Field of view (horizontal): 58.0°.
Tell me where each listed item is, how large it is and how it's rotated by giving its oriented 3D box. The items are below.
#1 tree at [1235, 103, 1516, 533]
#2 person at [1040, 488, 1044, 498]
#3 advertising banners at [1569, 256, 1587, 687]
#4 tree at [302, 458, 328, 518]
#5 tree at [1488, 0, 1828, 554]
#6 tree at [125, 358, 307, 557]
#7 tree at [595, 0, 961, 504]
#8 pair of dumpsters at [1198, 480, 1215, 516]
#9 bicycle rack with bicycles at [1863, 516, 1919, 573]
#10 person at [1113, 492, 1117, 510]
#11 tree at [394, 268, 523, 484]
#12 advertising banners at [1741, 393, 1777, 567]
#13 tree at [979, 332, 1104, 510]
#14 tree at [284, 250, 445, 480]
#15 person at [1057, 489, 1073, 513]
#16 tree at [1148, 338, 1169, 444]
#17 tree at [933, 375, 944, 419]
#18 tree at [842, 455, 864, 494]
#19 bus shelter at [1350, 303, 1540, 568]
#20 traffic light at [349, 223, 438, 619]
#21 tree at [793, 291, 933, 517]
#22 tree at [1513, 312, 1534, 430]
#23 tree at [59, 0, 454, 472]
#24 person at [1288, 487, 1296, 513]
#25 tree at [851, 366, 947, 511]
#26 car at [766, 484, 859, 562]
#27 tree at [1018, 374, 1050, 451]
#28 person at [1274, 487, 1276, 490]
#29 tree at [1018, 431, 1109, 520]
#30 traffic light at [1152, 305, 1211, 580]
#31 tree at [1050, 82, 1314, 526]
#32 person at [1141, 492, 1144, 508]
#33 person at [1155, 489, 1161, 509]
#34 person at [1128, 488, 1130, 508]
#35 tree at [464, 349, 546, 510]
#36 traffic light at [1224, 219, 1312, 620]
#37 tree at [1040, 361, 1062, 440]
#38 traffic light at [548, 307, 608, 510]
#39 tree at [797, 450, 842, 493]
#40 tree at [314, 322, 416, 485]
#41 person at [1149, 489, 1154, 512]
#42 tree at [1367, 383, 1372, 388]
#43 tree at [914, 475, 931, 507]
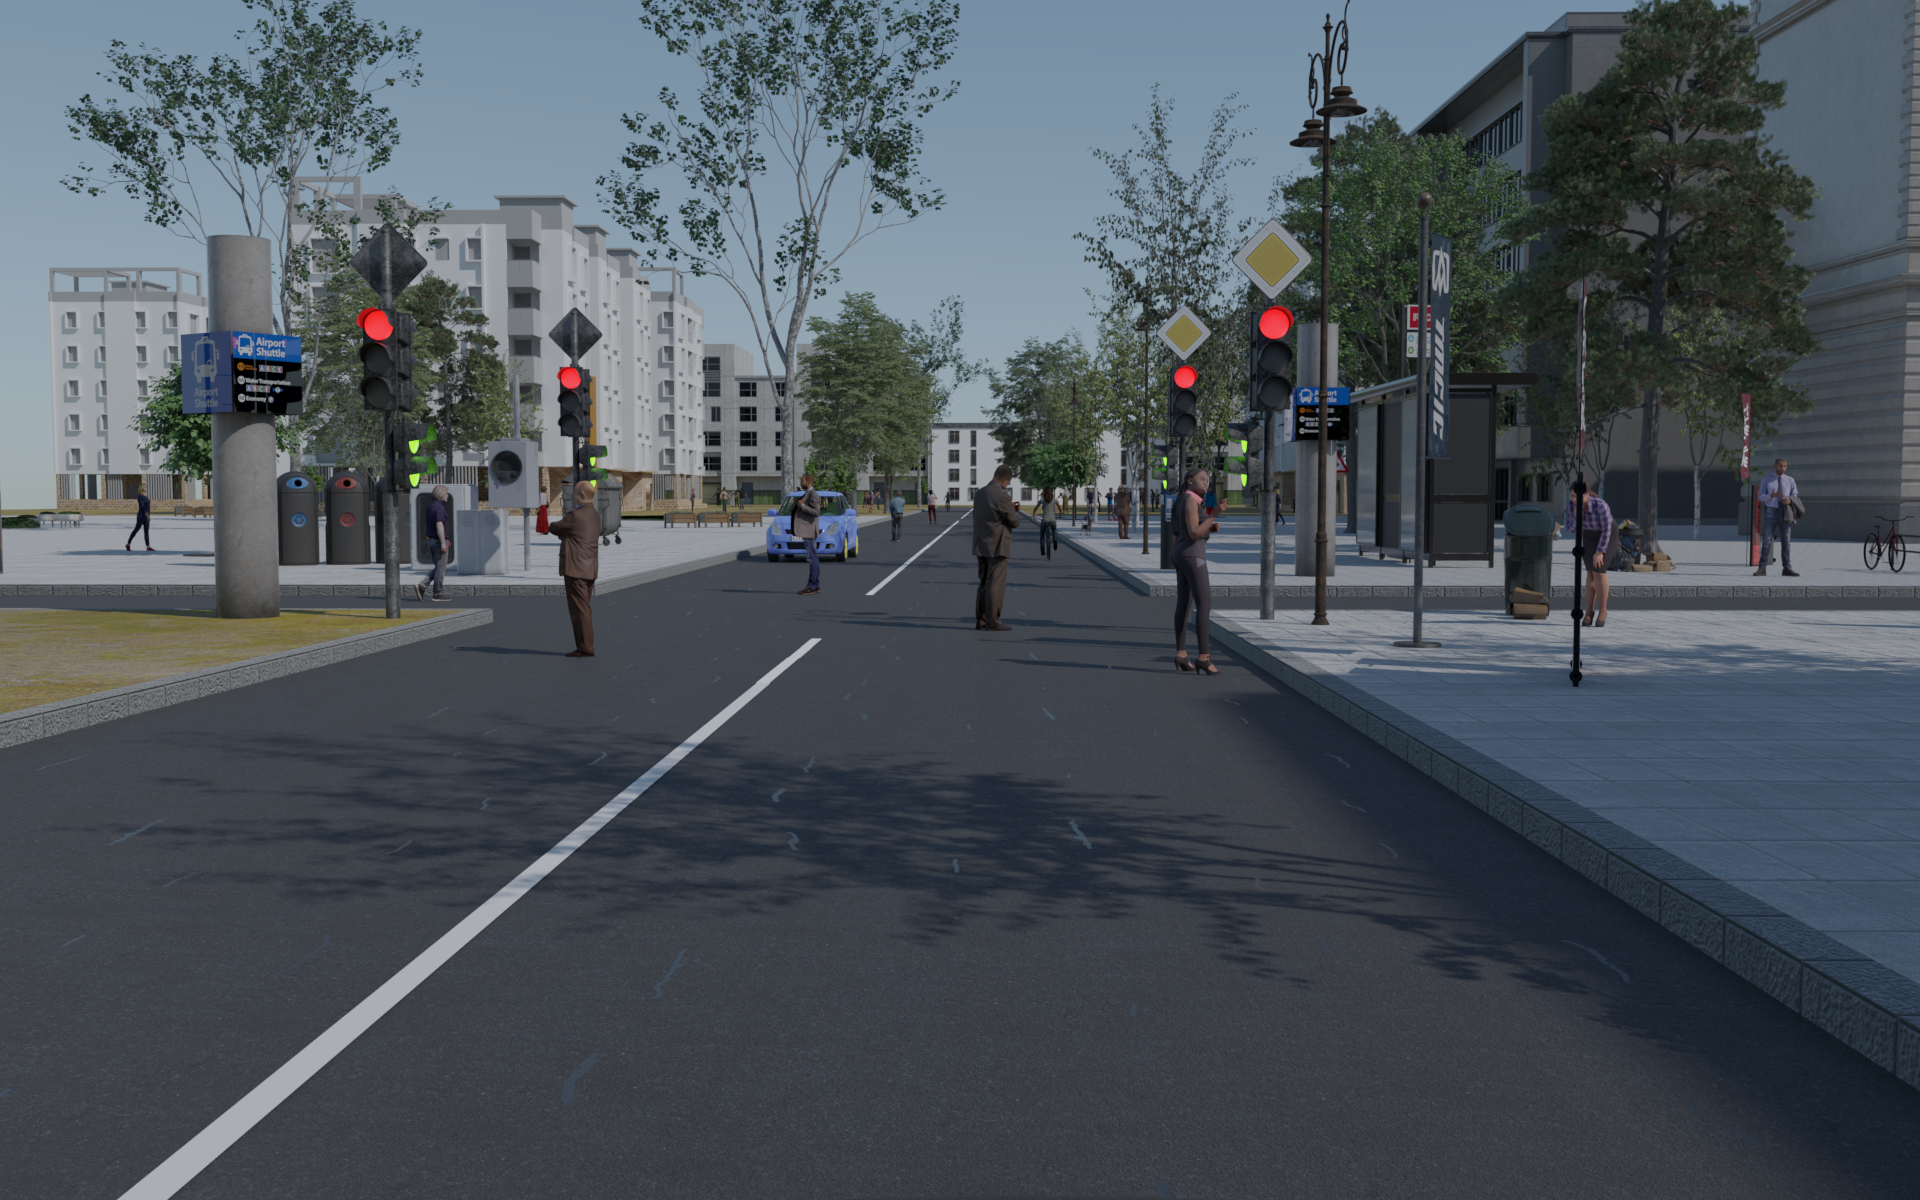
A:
[{"bbox_3d":[12.697,-9.121,56.544,7.806,13.903,7.818,0,3,0],"label":"tree"},{"bbox_3d":[6.784,-8.176,139.722,0.705,1.823,1.348,-2,4,-25],"label":"person"},{"bbox_3d":[4.412,-0.987,12.317,0.090,3.025,2.074,1,4,20],"label":"advertising banners"},{"bbox_3d":[-35.147,-6.071,93.869,1.663,3.219,1.824,0,3,0],"label":"tree"},{"bbox_3d":[14.873,-7.037,37.110,6.751,12.117,7.091,0,3,0],"label":"tree"},{"bbox_3d":[-15.507,-3.197,35.992,4.285,4.588,4.351,0,3,0],"label":"tree"},{"bbox_3d":[-5.956,-12.324,57.388,12.611,20.169,13.585,0,3,0],"label":"tree"},{"bbox_3d":[11.126,-4.879,82.257,1.574,2.255,4.436,0,4,1],"label":"pair of dumpsters"},{"bbox_3d":[16.187,-0.888,27.897,2.852,0.926,2.925,1,4,12],"label":"bicycle rack with bicycles"},{"bbox_3d":[12.554,-8.054,140.951,0.599,1.433,0.991,-1,4,-13],"label":"person"},{"bbox_3d":[-28.719,-11.596,97.023,7.806,13.903,7.818,0,3,0],"label":"tree"},{"bbox_3d":[14.135,-2.110,30.682,0.090,3.025,2.074,3,5,41],"label":"advertising banners"},{"bbox_3d":[6.718,-14.045,136.283,9.857,13.997,8.962,0,3,0],"label":"tree"},{"bbox_3d":[-28.236,-9.986,81.396,7.486,12.596,7.792,0,3,0],"label":"tree"},{"bbox_3d":[7.024,-6.660,115.657,1.217,1.736,0.721,-1,4,-15],"label":"person"},{"bbox_3d":[13.914,-10.310,94.330,9.928,11.665,9.643,0,3,0],"label":"tree"},{"bbox_3d":[-4.947,-11.964,113.736,7.486,12.596,7.792,0,3,0],"label":"tree"},{"bbox_3d":[-5.344,-5.000,76.347,1.663,3.219,1.824,0,3,0],"label":"tree"},{"bbox_3d":[9.003,-3.456,34.145,2.179,5.291,8.768,0,4,1],"label":"bus shelter"},{"bbox_3d":[-5.834,-1.744,17.762,0.839,4.213,0.868,0,4,1],"label":"traffic light"},{"bbox_3d":[-5.806,-10.918,96.636,7.486,12.596,7.792,0,3,0],"label":"tree"},{"bbox_3d":[18.174,-9.744,66.736,7.806,13.903,7.818,0,3,0],"label":"tree"},{"bbox_3d":[-23.579,-12.381,58.314,12.611,20.169,13.585,0,3,0],"label":"tree"},{"bbox_3d":[22.898,-6.843,118.639,0.721,1.743,1.217,-2,4,-33],"label":"person"},{"bbox_3d":[-5.153,-12.709,133.545,9.928,11.665,9.643,0,3,0],"label":"tree"},{"bbox_3d":[-3.195,-1.728,37.838,1.945,1.707,3.694,0,4,2],"label":"car"},{"bbox_3d":[5.623,-9.457,104.987,4.360,8.622,3.978,0,3,0],"label":"tree"},{"bbox_3d":[22.831,-7.332,125.859,0.705,1.831,1.348,1,4,15],"label":"person"},{"bbox_3d":[5.126,-6.792,94.764,4.285,4.588,4.351,0,3,0],"label":"tree"},{"bbox_3d":[3.269,-2.224,25.602,0.839,4.213,0.868,0,4,1],"label":"traffic light"},{"bbox_3d":[4.245,-4.983,31.832,4.360,8.622,3.978,0,3,0],"label":"tree"},{"bbox_3d":[16.448,-8.927,155.259,1.065,1.426,0.557,-3,4,-39],"label":"person"},{"bbox_3d":[17.307,-8.845,151.384,0.721,1.736,1.217,-1,4,-19],"label":"person"},{"bbox_3d":[12.406,-7.293,126.203,0.541,1.710,0.530,3,5,40],"label":"person"},{"bbox_3d":[-23.474,-8.469,88.826,4.737,8.622,4.395,0,3,0],"label":"tree"},{"bbox_3d":[3.126,-1.735,17.618,0.839,4.213,0.868,0,4,1],"label":"traffic light"},{"bbox_3d":[5.568,-7.555,73.879,4.737,8.622,4.395,0,3,0],"label":"tree"},{"bbox_3d":[-5.691,-2.232,25.745,0.839,4.213,0.868,0,4,1],"label":"traffic light"},{"bbox_3d":[-6.368,-4.838,73.704,1.663,3.219,1.824,0,3,0],"label":"tree"},{"bbox_3d":[-24.097,-7.386,71.117,4.360,8.622,3.978,0,3,0],"label":"tree"},{"bbox_3d":[13.479,-6.978,121.609,0.415,1.643,0.593,0,4,-5],"label":"person"},{"bbox_3d":[19.145,-7.569,74.108,4.737,8.622,4.395,0,3,0],"label":"tree"},{"bbox_3d":[-3.802,-11.219,178.039,1.663,3.219,1.824,0,3,0],"label":"tree"}]
